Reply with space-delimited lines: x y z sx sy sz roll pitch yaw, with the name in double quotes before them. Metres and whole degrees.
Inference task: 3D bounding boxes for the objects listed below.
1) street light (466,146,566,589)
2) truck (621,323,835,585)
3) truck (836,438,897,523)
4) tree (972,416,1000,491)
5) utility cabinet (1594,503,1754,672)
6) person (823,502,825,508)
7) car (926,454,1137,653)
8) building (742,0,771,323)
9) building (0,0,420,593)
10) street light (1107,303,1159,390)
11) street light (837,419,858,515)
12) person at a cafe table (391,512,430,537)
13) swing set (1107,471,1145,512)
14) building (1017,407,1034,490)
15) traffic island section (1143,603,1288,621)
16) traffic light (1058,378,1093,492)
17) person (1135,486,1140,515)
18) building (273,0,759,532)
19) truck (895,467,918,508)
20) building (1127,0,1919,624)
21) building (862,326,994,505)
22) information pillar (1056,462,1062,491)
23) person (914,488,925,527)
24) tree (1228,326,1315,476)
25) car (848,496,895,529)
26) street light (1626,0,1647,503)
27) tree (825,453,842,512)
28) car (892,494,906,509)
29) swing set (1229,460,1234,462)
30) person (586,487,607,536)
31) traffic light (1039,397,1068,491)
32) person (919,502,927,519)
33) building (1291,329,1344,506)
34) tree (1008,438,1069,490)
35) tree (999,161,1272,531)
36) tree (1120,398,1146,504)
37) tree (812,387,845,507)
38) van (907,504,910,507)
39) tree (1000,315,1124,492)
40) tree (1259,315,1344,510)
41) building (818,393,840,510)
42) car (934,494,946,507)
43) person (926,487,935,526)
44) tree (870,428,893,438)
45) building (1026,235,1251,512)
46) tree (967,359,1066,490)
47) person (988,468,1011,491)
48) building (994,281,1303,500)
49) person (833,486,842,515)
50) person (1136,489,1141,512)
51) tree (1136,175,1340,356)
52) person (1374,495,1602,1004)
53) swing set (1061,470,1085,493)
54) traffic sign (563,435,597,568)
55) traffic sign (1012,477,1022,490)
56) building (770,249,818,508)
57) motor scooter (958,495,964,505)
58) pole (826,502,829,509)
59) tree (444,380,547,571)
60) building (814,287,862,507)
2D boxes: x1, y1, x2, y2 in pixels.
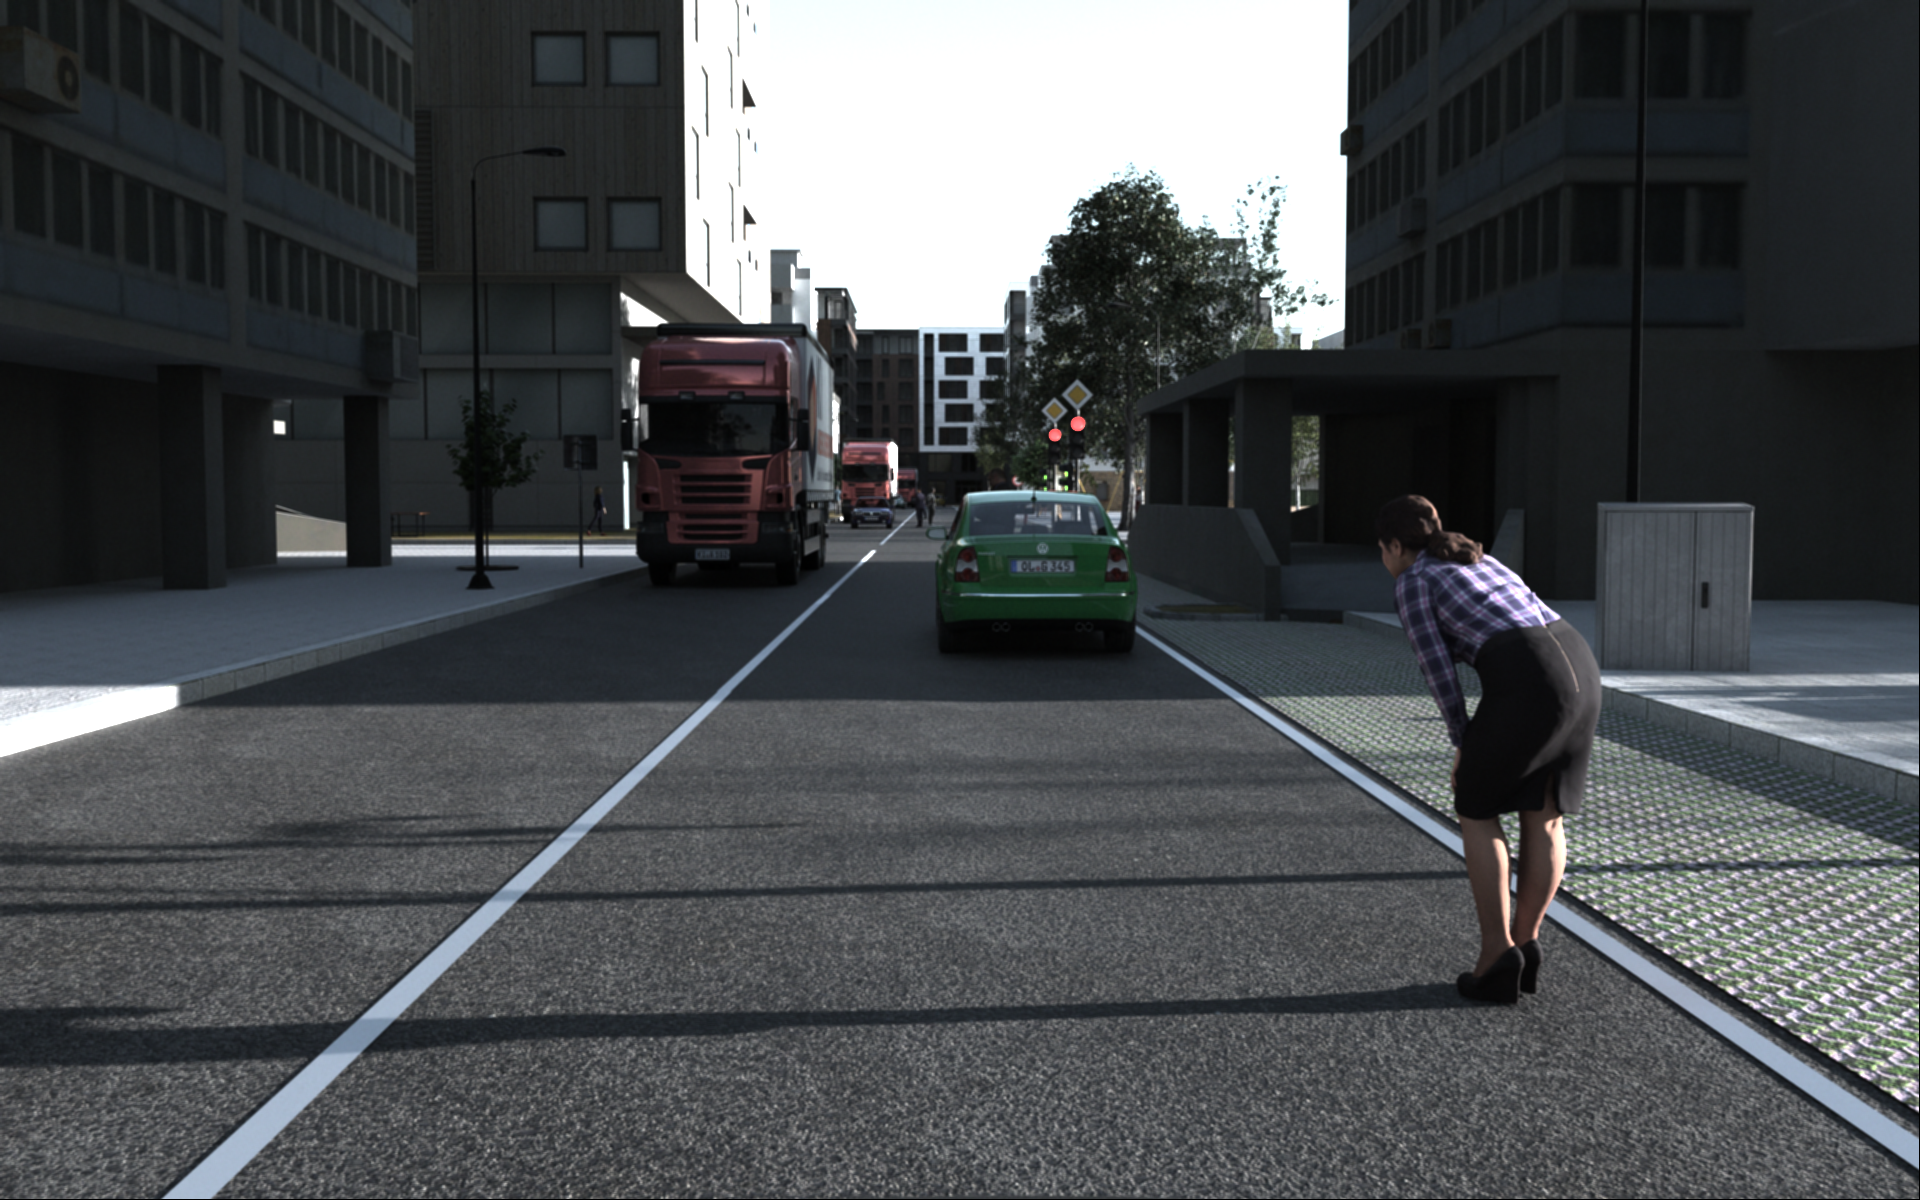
"street light" -5.959 -3.104 23.285 1.470 5.913 1.316 0 4 -1
"truck" -3.775 -2.558 30.732 2.839 4.237 11.283 0 4 -1
"truck" -4.637 -6.126 89.074 2.839 4.237 11.283 0 4 0
"tree" 3.165 -11.984 146.293 4.737 8.622 4.395 0 3 0
"utility cabinet" 5.206 -0.091 12.651 1.020 1.237 0.306 1 4 9
"person" -9.960 -7.478 128.408 0.705 1.812 1.348 3 5 43
"car" 0.650 -0.503 17.024 1.959 1.807 4.718 0 4 -1
"building" -18.686 -27.568 100.845 14.600 45.320 14.200 0 4 -1
"building" -21.319 -20.312 23.982 23.993 40.220 32.217 0 4 -1
"street light" 4.268 -4.263 42.244 1.470 5.913 1.316 0 4 -1
"street light" -7.063 -8.276 107.852 1.470 5.913 1.316 0 4 -1
"person at a cafe table" -16.918 -2.509 51.891 1.726 1.238 1.698 0 4 -7
"swing set" 11.949 -7.279 116.638 2.862 2.851 3.119 3 5 44
"building" 10.082 -12.861 152.432 9.099 9.664 28.070 0 4 -1
"traffic island section" 3.193 0.153 20.365 1.991 0.108 1.994 0 4 -1
"traffic light" 2.832 -3.261 42.236 0.839 4.253 0.868 0 4 -1
"person" 9.441 -5.186 91.761 0.541 1.710 0.530 3 5 39
"building" -22.688 -29.363 69.318 28.713 52.752 27.495 0 4 -1
"truck" -5.693 -11.744 180.927 2.839 4.237 11.283 0 4 0
"building" 19.412 -20.392 25.286 32.217 40.220 23.993 0 4 -1
"building" -7.396 -23.298 224.891 32.646 21.610 27.936 0 4 -1
"information pillar" 4.205 -5.096 74.676 0.183 3.616 0.504 3 5 42
"person" -1.752 -4.021 75.158 0.541 1.710 0.530 -2 4 -30
"tree" 20.175 -12.185 117.347 7.486 12.596 7.792 0 3 0
"car" -3.709 -3.688 72.872 1.945 1.354 3.894 0 4 -2
"street light" 4.774 -2.510 13.581 1.470 5.913 1.316 0 4 -1
"tree" -8.244 -8.686 125.725 4.285 4.588 4.351 0 3 0
"car" -6.203 -9.393 165.376 2.131 1.459 4.920 0 4 -3
"swing set" 13.251 -5.039 80.002 3.119 2.851 2.862 1 4 21
"person" -11.142 -2.722 53.092 0.613 1.512 0.480 -3 4 -39
"traffic light" 2.714 -3.749 50.220 0.839 4.253 0.868 0 4 -1
"person" -2.232 -5.446 99.754 0.590 1.554 0.614 1 4 14
"building" 49.289 -19.974 193.029 31.486 18.905 16.747 0 4 -1
"tree" 4.292 -6.729 93.733 4.285 4.588 4.351 0 3 0
"tree" 5.965 -8.750 60.073 9.611 12.733 9.660 0 3 0
"tree" 11.896 -10.504 122.101 4.360 8.622 3.978 0 3 0
"tree" -8.992 -9.265 101.853 4.360 8.622 3.978 0 3 0
"van" -6.702 -11.874 198.524 2.240 2.365 5.245 0 4 -3
"tree" 4.879 -7.385 71.110 4.737 8.622 4.395 0 3 0
"tree" 13.789 -7.355 70.611 4.737 8.622 4.395 0 3 0
"building" -15.039 -12.839 152.060 9.099 9.664 28.070 0 4 -1
"car" -2.531 -11.347 195.749 2.015 1.641 3.980 0 4 -1
"person" -1.290 -4.168 77.366 0.376 1.734 0.841 0 4 -8
"tree" -8.959 -14.613 189.280 4.360 8.622 3.978 0 3 0
"building" 13.136 -16.868 132.212 16.016 20.091 11.380 0 4 -1
"tree" 4.242 -11.235 118.107 8.767 10.594 7.601 1 4 21
"person" 0.369 -0.671 20.158 0.600 1.739 0.565 0 4 7
"building" 18.445 -20.735 182.994 27.936 21.610 32.646 0 4 -1
"person" -7.557 -6.141 106.582 0.598 1.807 0.434 0 3 0
"person" 8.866 -4.699 85.339 0.387 1.526 0.523 -2 4 -28
"tree" 16.354 -15.060 102.127 12.611 20.169 13.585 0 3 0
"person" 1.483 0.413 4.988 0.421 1.427 0.697 -3 4 -38
"swing set" 6.586 -6.633 106.070 2.862 2.851 3.119 1 4 18
"traffic sign" -6.570 -1.704 29.986 0.606 2.300 0.079 0 4 7
"traffic sign" 3.791 -6.888 112.727 0.768 2.556 0.104 1 4 9
"building" -18.775 -16.832 131.619 16.016 20.091 11.380 0 4 -1
"motor scooter" 0.243 -10.487 184.231 0.815 1.314 1.986 0 4 0
"pole" -7.187 -6.119 93.888 0.158 3.312 0.155 0 3 0
"tree" -8.084 -2.117 29.221 1.663 3.219 1.824 0 3 0
"building" -27.657 -20.858 185.004 32.646 21.610 27.936 0 4 -1
